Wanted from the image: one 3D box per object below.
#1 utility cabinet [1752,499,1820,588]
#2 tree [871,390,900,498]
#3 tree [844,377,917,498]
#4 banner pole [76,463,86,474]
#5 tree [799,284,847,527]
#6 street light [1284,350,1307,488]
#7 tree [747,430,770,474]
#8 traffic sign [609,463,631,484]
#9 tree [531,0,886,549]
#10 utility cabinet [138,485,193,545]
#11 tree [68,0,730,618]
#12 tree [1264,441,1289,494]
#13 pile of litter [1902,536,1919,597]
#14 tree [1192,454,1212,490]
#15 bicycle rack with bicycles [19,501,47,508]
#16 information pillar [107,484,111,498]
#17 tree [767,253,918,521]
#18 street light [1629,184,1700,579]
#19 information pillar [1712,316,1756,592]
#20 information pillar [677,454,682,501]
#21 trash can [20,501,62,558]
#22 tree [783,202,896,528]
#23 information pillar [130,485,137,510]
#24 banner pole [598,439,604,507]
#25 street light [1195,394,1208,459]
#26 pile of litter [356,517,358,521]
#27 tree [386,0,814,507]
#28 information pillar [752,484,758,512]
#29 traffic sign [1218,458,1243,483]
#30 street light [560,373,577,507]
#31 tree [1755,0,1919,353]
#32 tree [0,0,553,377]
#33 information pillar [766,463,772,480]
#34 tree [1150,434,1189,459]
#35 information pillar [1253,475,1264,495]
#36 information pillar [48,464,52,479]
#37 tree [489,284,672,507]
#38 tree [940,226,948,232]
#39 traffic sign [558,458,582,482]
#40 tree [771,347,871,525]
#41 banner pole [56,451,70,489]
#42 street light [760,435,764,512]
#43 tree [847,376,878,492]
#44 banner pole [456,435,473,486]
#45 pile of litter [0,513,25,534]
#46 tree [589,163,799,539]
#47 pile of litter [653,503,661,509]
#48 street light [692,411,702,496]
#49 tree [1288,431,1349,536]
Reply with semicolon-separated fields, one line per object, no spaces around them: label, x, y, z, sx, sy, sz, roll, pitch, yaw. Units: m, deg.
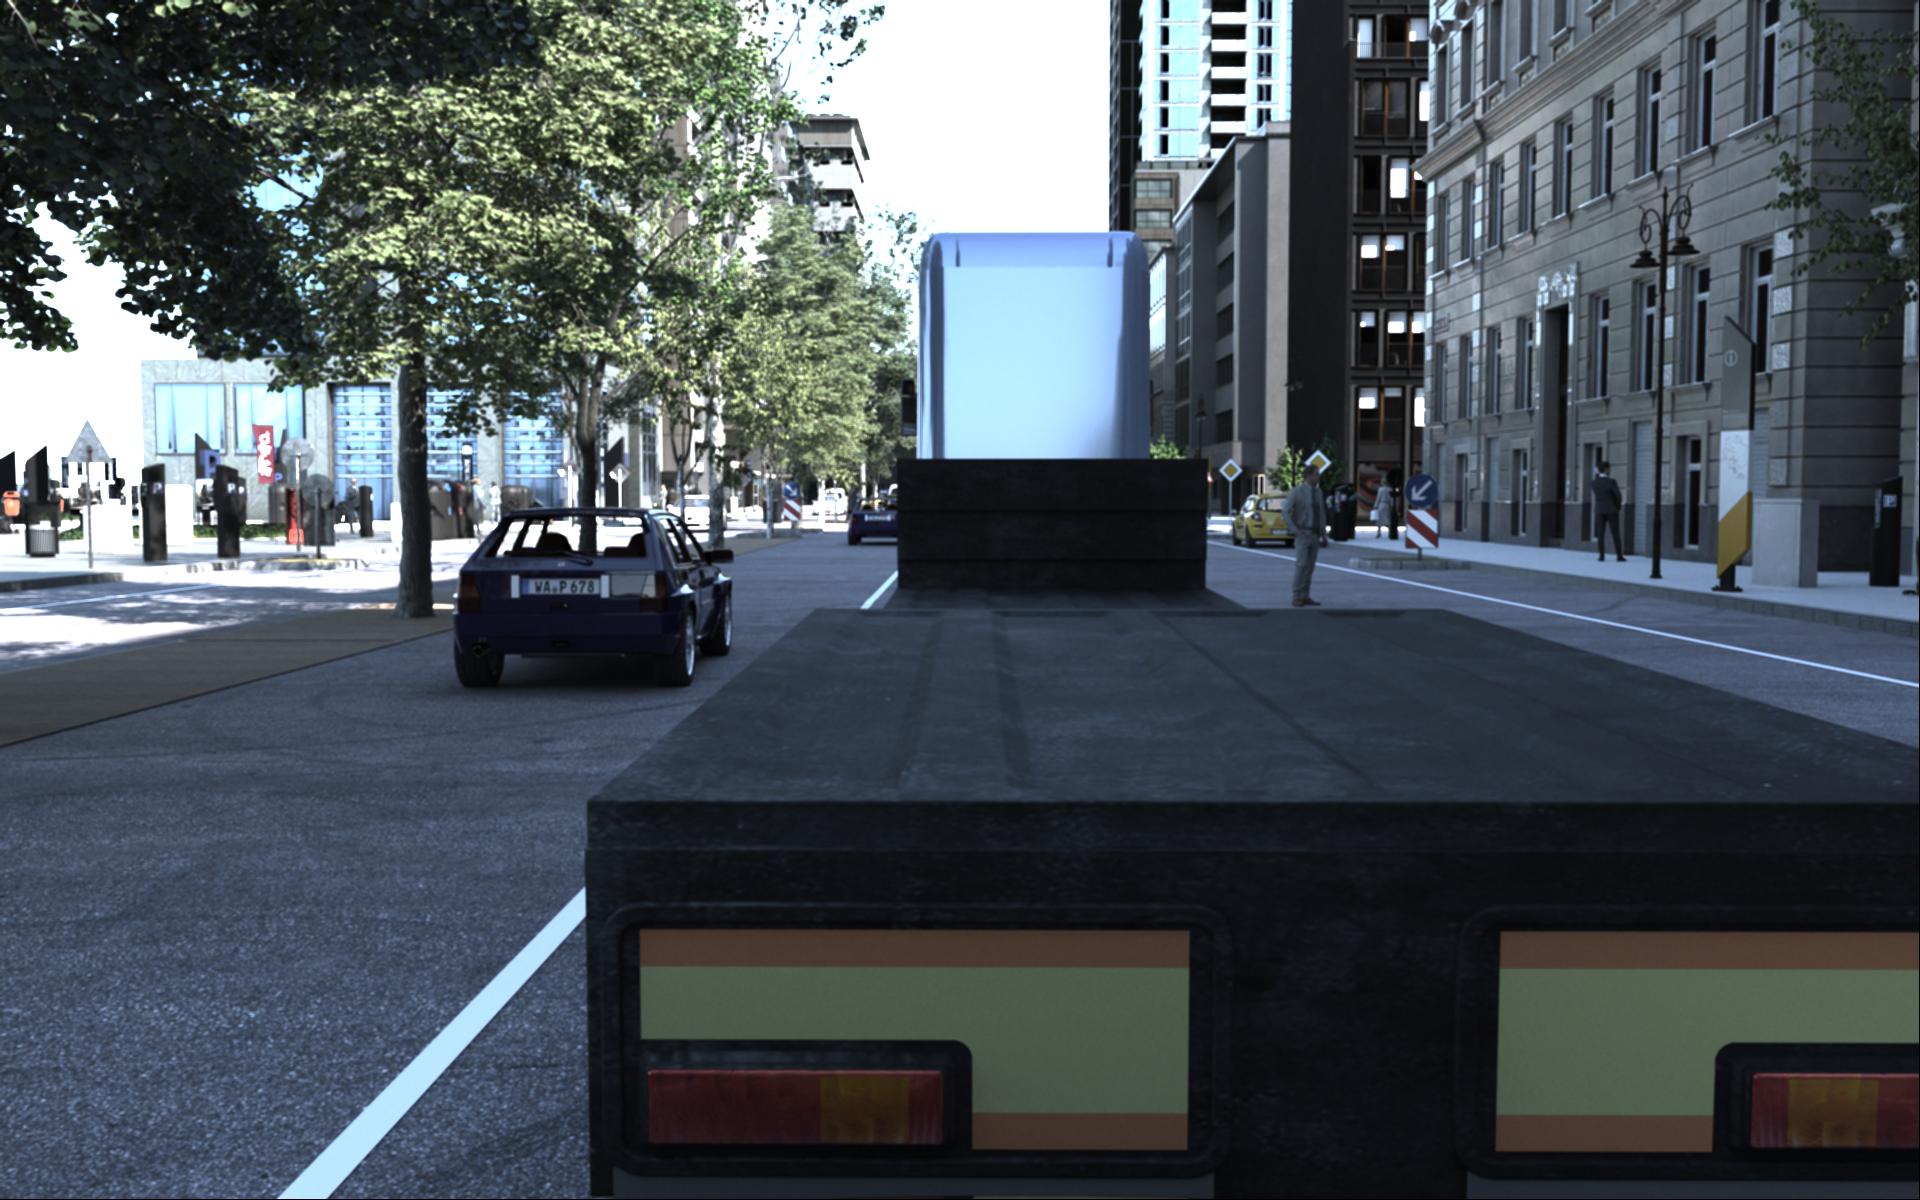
utility cabinet;11.504;-0.794;24.137;0.306;1.237;1.020;-1;4;-12
tree;-5.887;-10.262;120.604;4.360;8.622;3.978;0;3;0
tree;-5.630;-10.863;114.474;8.767;10.594;7.601;0;4;0
banner pole;-58.146;-7.631;114.788;0.401;3.779;0.863;2;4;31
tree;-6.074;-6.251;55.025;4.737;8.622;4.395;0;3;0
street light;10.764;-5.076;55.775;0.468;5.910;1.993;0;4;0
tree;-14.466;-11.396;136.683;4.360;8.622;3.978;0;3;0
traffic sign;-12.642;-3.801;64.342;0.795;2.593;0.064;0;4;0
tree;-7.585;-11.449;45.535;12.611;20.169;13.585;0;3;0
utility cabinet;-19.775;-2.107;43.131;1.173;1.500;0.318;0;4;-5
tree;-6.423;-6.089;20.146;7.486;12.596;7.792;0;3;0
tree;11.881;-4.218;63.560;1.663;3.219;1.824;0;3;0
pile of litter;12.419;-0.467;21.600;1.176;0.858;1.719;2;4;32
tree;11.187;-5.449;83.690;1.663;3.219;1.824;0;3;0
bicycle rack with bicycles;-47.957;-4.566;88.040;2.925;0.926;2.852;2;4;29
information pillar;-59.160;-7.106;120.669;0.304;2.012;0.304;0;4;6
tree;-5.778;-11.189;92.060;9.857;13.997;8.962;0;3;0
street light;10.603;-3.267;26.209;0.468;5.910;1.993;0;4;0
information pillar;10.148;-1.914;22.654;0.183;3.616;0.504;-1;4;-22
information pillar;-16.278;-6.684;100.636;0.183;3.616;0.504;1;4;17
trash can;-18.658;-1.440;35.191;0.748;1.137;0.748;0;3;0
tree;-6.408;-8.985;67.489;7.486;12.596;7.792;0;3;0
information pillar;-65.103;-8.070;136.435;0.304;2.012;0.304;0;4;8
banner pole;-16.191;-5.394;78.205;0.401;3.779;0.863;0;4;7
street light;10.961;-6.494;78.964;0.468;5.910;1.993;0;4;0
pile of litter;-27.309;-3.860;77.079;1.719;0.858;1.176;-3;4;-38
tree;-6.307;-6.186;29.352;9.928;11.665;9.643;0;3;0
information pillar;-14.406;-7.164;121.624;0.304;2.012;0.304;-3;4;-36
traffic sign;8.794;-3.302;56.184;0.795;2.593;0.064;0;4;0
street light;-14.629;-5.652;65.199;0.468;5.910;1.993;0;4;0
tree;10.872;-4.155;18.303;4.737;8.622;4.395;0;3;0
tree;-6.478;-6.159;9.817;9.857;13.997;8.962;0;3;0
information pillar;-14.553;-8.586;131.735;0.504;3.616;0.183;-3;5;-40
tree;11.183;-6.805;94.968;4.285;4.588;4.351;0;3;0
information pillar;11.468;-3.794;66.525;0.304;2.012;0.304;-3;4;-38
information pillar;-71.900;-8.903;136.925;0.504;3.616;0.183;3;5;43
tree;-15.703;-8.425;72.165;8.767;10.594;7.601;1;4;12
tree;-7.016;-14.975;103.192;12.611;20.169;13.585;0;3;0
traffic sign;-12.699;-3.313;56.357;0.795;2.593;0.064;0;4;0
tree;-6.283;-7.710;78.872;4.360;8.622;3.978;0;3;0
banner pole;-51.808;-6.725;99.974;0.863;3.779;0.401;-2;4;-33
street light;-14.168;-9.270;124.346;0.468;5.910;1.993;0;4;0
tree;-5.959;-7.400;73.806;4.737;8.622;4.395;0;3;0
banner pole;-21.205;-5.139;74.044;0.863;3.779;0.401;-2;4;-32
pile of litter;-31.149;-2.569;55.973;1.719;0.858;1.176;1;4;12
tree;-5.975;-5.156;37.118;4.737;8.622;4.395;0;3;0
pile of litter;-14.619;-4.338;84.884;1.176;0.858;1.719;0;4;-7
street light;-14.424;-7.460;94.764;0.468;5.910;1.993;0;4;0
tree;11.146;-3.591;53.316;1.663;3.219;1.824;0;3;0
